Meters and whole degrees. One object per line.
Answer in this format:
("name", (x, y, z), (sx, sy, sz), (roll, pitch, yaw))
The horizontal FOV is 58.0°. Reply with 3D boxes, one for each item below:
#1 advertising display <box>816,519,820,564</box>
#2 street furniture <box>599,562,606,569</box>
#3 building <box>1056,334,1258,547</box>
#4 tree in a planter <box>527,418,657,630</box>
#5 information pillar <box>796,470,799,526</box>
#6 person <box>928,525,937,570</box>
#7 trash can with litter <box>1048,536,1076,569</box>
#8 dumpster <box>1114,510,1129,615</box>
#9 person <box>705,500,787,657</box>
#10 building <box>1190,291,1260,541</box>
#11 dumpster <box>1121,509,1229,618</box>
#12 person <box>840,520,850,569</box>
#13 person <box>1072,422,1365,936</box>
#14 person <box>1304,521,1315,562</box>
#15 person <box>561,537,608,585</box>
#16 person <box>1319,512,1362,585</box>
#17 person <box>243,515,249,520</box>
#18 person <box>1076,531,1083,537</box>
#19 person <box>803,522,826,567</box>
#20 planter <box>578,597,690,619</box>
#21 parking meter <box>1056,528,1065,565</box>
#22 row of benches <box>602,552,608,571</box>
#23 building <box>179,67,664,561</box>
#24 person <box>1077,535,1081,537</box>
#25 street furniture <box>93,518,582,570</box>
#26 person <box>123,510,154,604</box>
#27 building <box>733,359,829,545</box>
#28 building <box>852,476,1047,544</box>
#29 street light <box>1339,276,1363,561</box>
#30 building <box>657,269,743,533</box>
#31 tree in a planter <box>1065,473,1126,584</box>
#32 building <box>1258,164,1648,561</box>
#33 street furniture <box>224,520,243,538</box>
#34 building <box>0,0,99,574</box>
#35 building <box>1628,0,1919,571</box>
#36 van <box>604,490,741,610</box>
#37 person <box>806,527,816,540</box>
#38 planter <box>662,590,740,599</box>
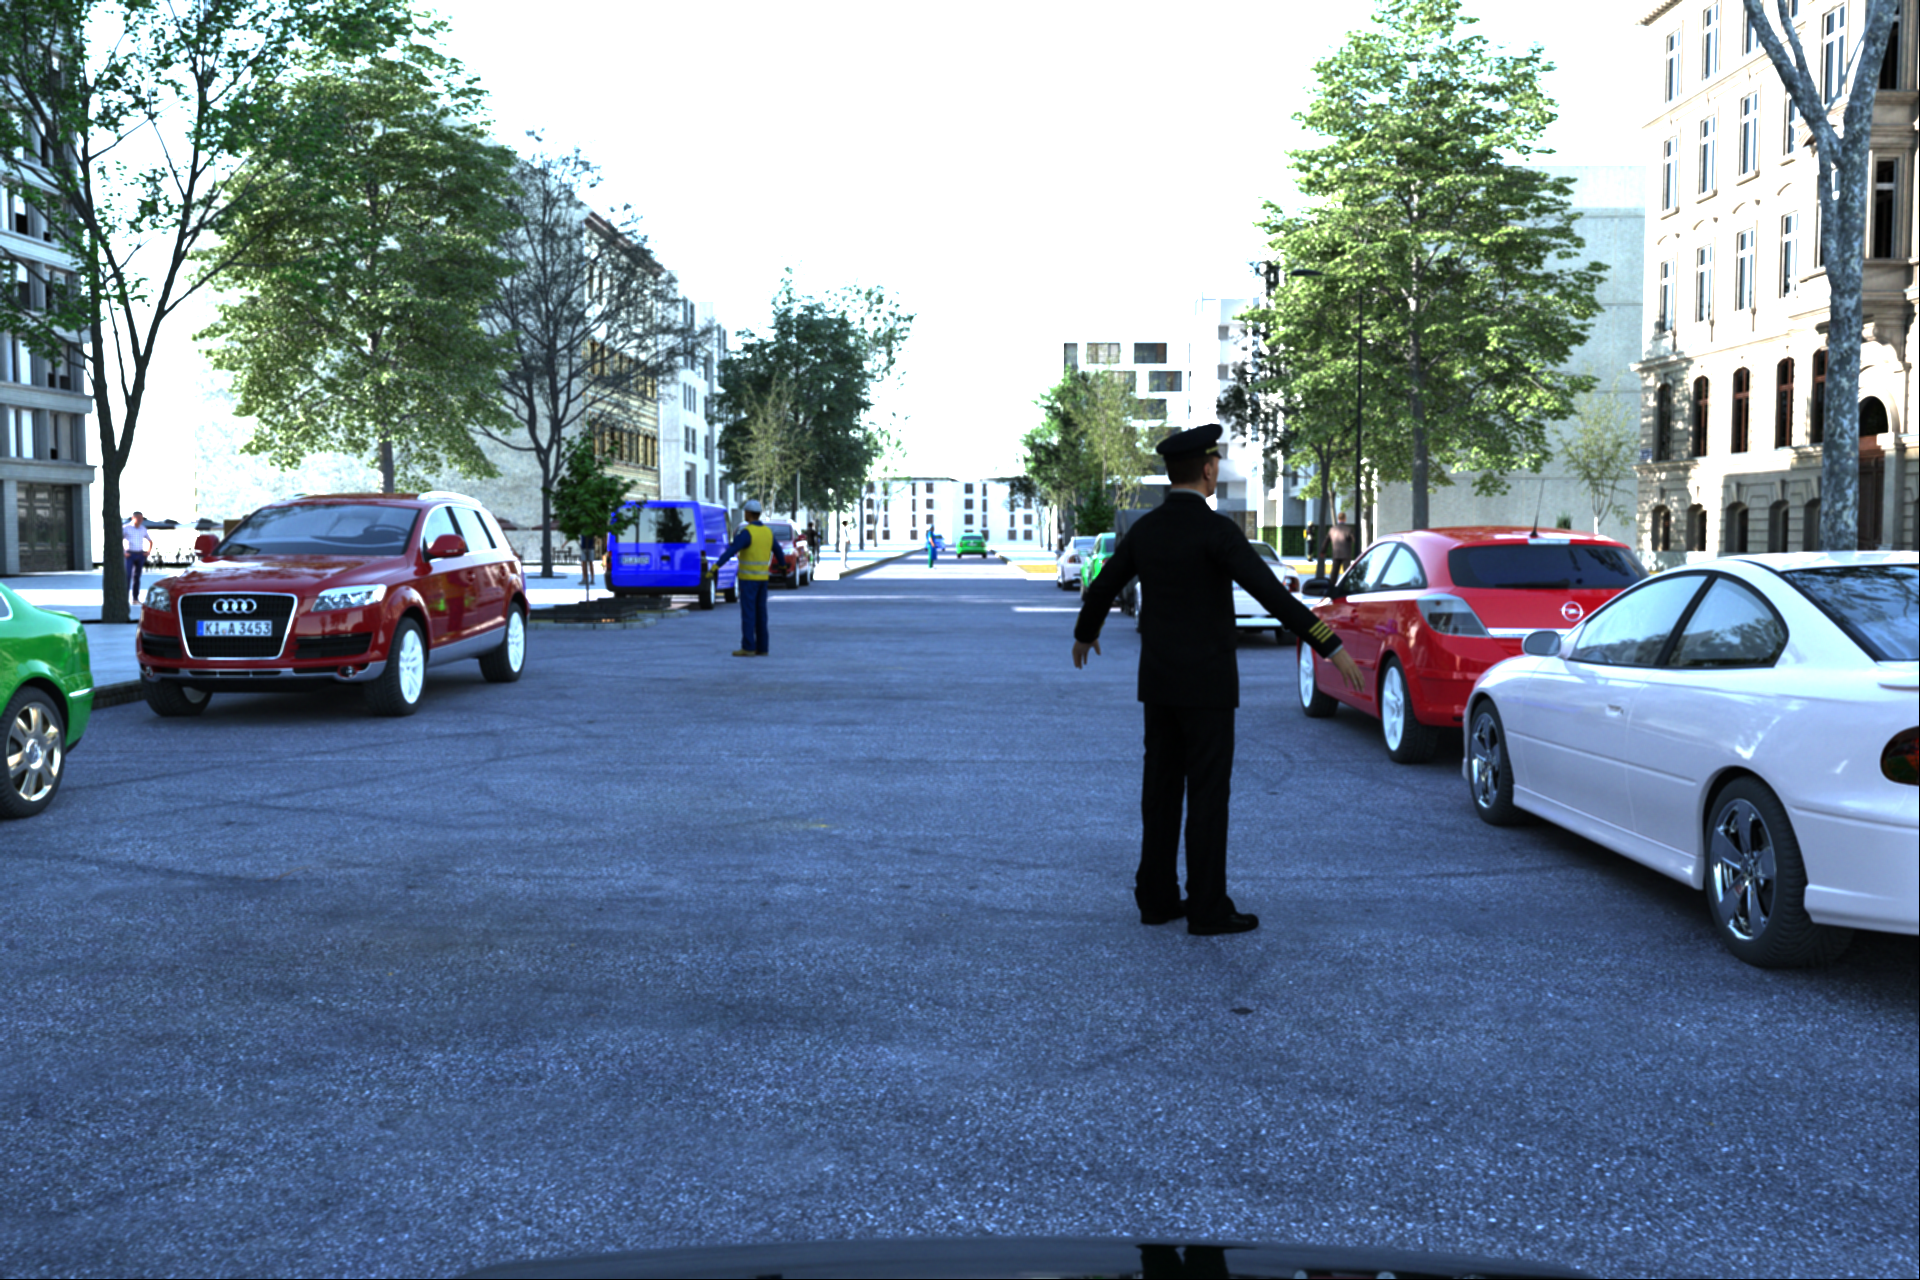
("advertising display", (-6.044, -4.194, 73.779), (0.123, 1.923, 0.974), (0, 4, -1))
("street furniture", (-11.363, -3.242, 68.630), (5.734, 0.657, 10.072), (0, 4, -3))
("building", (24.579, -21.339, 192.863), (27.936, 21.610, 32.646), (0, 4, 1))
("tree in a planter", (-5.803, -1.814, 26.881), (1.991, 3.239, 1.994), (0, 4, 1))
("information pillar", (-5.934, -4.400, 63.302), (0.183, 3.616, 0.504), (0, 3, 0))
("person", (-1.116, -3.756, 69.989), (0.704, 1.817, 1.347), (0, 4, 0))
("trash can with litter", (4.079, -3.162, 62.750), (1.678, 1.210, 2.233), (0, 4, -2))
("dumpster", (3.685, -1.407, 31.224), (1.865, 1.857, 1.264), (0, 4, 1))
("person", (-2.453, -0.732, 20.398), (0.705, 1.833, 1.349), (3, 4, 36))
("building", (23.257, -17.069, 135.501), (16.016, 20.090, 11.380), (0, 3, 0))
("dumpster", (3.690, -1.324, 29.856), (1.865, 1.857, 1.264), (0, 4, 1))
("person", (-4.242, -3.549, 64.220), (0.705, 1.806, 1.347), (-1, 4, -9))
("person", (0.853, 0.128, 6.307), (0.705, 1.837, 1.347), (-3, 5, -41))
("person", (15.929, -4.449, 78.521), (0.705, 1.856, 1.354), (1, 4, 16))
("person", (-9.464, -2.309, 43.925), (1.345, 1.807, 0.704), (-3, 5, -42))
("person", (8.352, -1.916, 37.918), (0.990, 1.755, 0.434), (3, 4, 38))
("person", (-19.630, -2.551, 47.796), (1.344, 1.819, 0.704), (2, 4, 30))
("person", (6.038, -4.943, 86.961), (0.704, 1.812, 1.346), (0, 4, -2))
("person", (-5.761, -3.715, 67.454), (1.216, 1.740, 0.721), (2, 4, 26))
("planter", (-5.793, -0.556, 30.235), (1.991, 0.319, 1.994), (0, 3, 0))
("parking meter", (4.203, -3.931, 72.690), (0.372, 1.533, 0.369), (0, 3, 0))
("row of benches", (-11.708, -2.680, 59.284), (1.422, 0.672, 4.104), (-1, 4, -18))
("building", (-26.592, -15.834, 89.822), (19.493, 23.208, 18.063), (0, 4, 1))
("person", (5.777, -4.450, 78.890), (1.348, 1.813, 0.705), (-2, 4, -34))
("street furniture", (-29.070, -3.808, 67.290), (27.439, 1.986, 14.083), (0, 4, 1))
("person", (-14.992, -1.501, 31.524), (0.436, 1.711, 0.756), (3, 5, 43))
("building", (-24.061, -19.862, 191.205), (16.747, 18.905, 31.486), (0, 4, 0))
("building", (-1.353, -18.752, 251.196), (28.070, 9.664, 9.099), (0, 4, 4))
("street light", (7.573, -3.546, 30.513), (1.470, 5.913, 1.316), (0, 3, 0))
("building", (-26.967, -16.207, 131.447), (16.747, 18.905, 31.486), (0, 4, 0))
("tree in a planter", (3.969, -3.261, 50.544), (1.991, 3.239, 1.994), (0, 3, 0))
("building", (26.840, -13.775, 91.679), (16.747, 18.905, 31.486), (0, 4, 0))
("street furniture", (-19.276, -2.904, 54.327), (11.010, 1.723, 9.812), (0, 4, 4))
("building", (-31.879, -12.248, 46.934), (8.464, 21.280, 15.925), (0, 4, 1))
("building", (29.562, -13.824, 45.114), (14.460, 24.649, 34.723), (0, 3, 0))
("van", (-5.595, -1.841, 34.485), (2.240, 2.365, 5.245), (0, 3, 0))
("person", (-7.090, -4.616, 81.653), (0.705, 1.806, 1.347), (3, 4, 37))
("planter", (-5.789, -1.102, 39.150), (1.991, 0.319, 1.994), (0, 4, 1))
